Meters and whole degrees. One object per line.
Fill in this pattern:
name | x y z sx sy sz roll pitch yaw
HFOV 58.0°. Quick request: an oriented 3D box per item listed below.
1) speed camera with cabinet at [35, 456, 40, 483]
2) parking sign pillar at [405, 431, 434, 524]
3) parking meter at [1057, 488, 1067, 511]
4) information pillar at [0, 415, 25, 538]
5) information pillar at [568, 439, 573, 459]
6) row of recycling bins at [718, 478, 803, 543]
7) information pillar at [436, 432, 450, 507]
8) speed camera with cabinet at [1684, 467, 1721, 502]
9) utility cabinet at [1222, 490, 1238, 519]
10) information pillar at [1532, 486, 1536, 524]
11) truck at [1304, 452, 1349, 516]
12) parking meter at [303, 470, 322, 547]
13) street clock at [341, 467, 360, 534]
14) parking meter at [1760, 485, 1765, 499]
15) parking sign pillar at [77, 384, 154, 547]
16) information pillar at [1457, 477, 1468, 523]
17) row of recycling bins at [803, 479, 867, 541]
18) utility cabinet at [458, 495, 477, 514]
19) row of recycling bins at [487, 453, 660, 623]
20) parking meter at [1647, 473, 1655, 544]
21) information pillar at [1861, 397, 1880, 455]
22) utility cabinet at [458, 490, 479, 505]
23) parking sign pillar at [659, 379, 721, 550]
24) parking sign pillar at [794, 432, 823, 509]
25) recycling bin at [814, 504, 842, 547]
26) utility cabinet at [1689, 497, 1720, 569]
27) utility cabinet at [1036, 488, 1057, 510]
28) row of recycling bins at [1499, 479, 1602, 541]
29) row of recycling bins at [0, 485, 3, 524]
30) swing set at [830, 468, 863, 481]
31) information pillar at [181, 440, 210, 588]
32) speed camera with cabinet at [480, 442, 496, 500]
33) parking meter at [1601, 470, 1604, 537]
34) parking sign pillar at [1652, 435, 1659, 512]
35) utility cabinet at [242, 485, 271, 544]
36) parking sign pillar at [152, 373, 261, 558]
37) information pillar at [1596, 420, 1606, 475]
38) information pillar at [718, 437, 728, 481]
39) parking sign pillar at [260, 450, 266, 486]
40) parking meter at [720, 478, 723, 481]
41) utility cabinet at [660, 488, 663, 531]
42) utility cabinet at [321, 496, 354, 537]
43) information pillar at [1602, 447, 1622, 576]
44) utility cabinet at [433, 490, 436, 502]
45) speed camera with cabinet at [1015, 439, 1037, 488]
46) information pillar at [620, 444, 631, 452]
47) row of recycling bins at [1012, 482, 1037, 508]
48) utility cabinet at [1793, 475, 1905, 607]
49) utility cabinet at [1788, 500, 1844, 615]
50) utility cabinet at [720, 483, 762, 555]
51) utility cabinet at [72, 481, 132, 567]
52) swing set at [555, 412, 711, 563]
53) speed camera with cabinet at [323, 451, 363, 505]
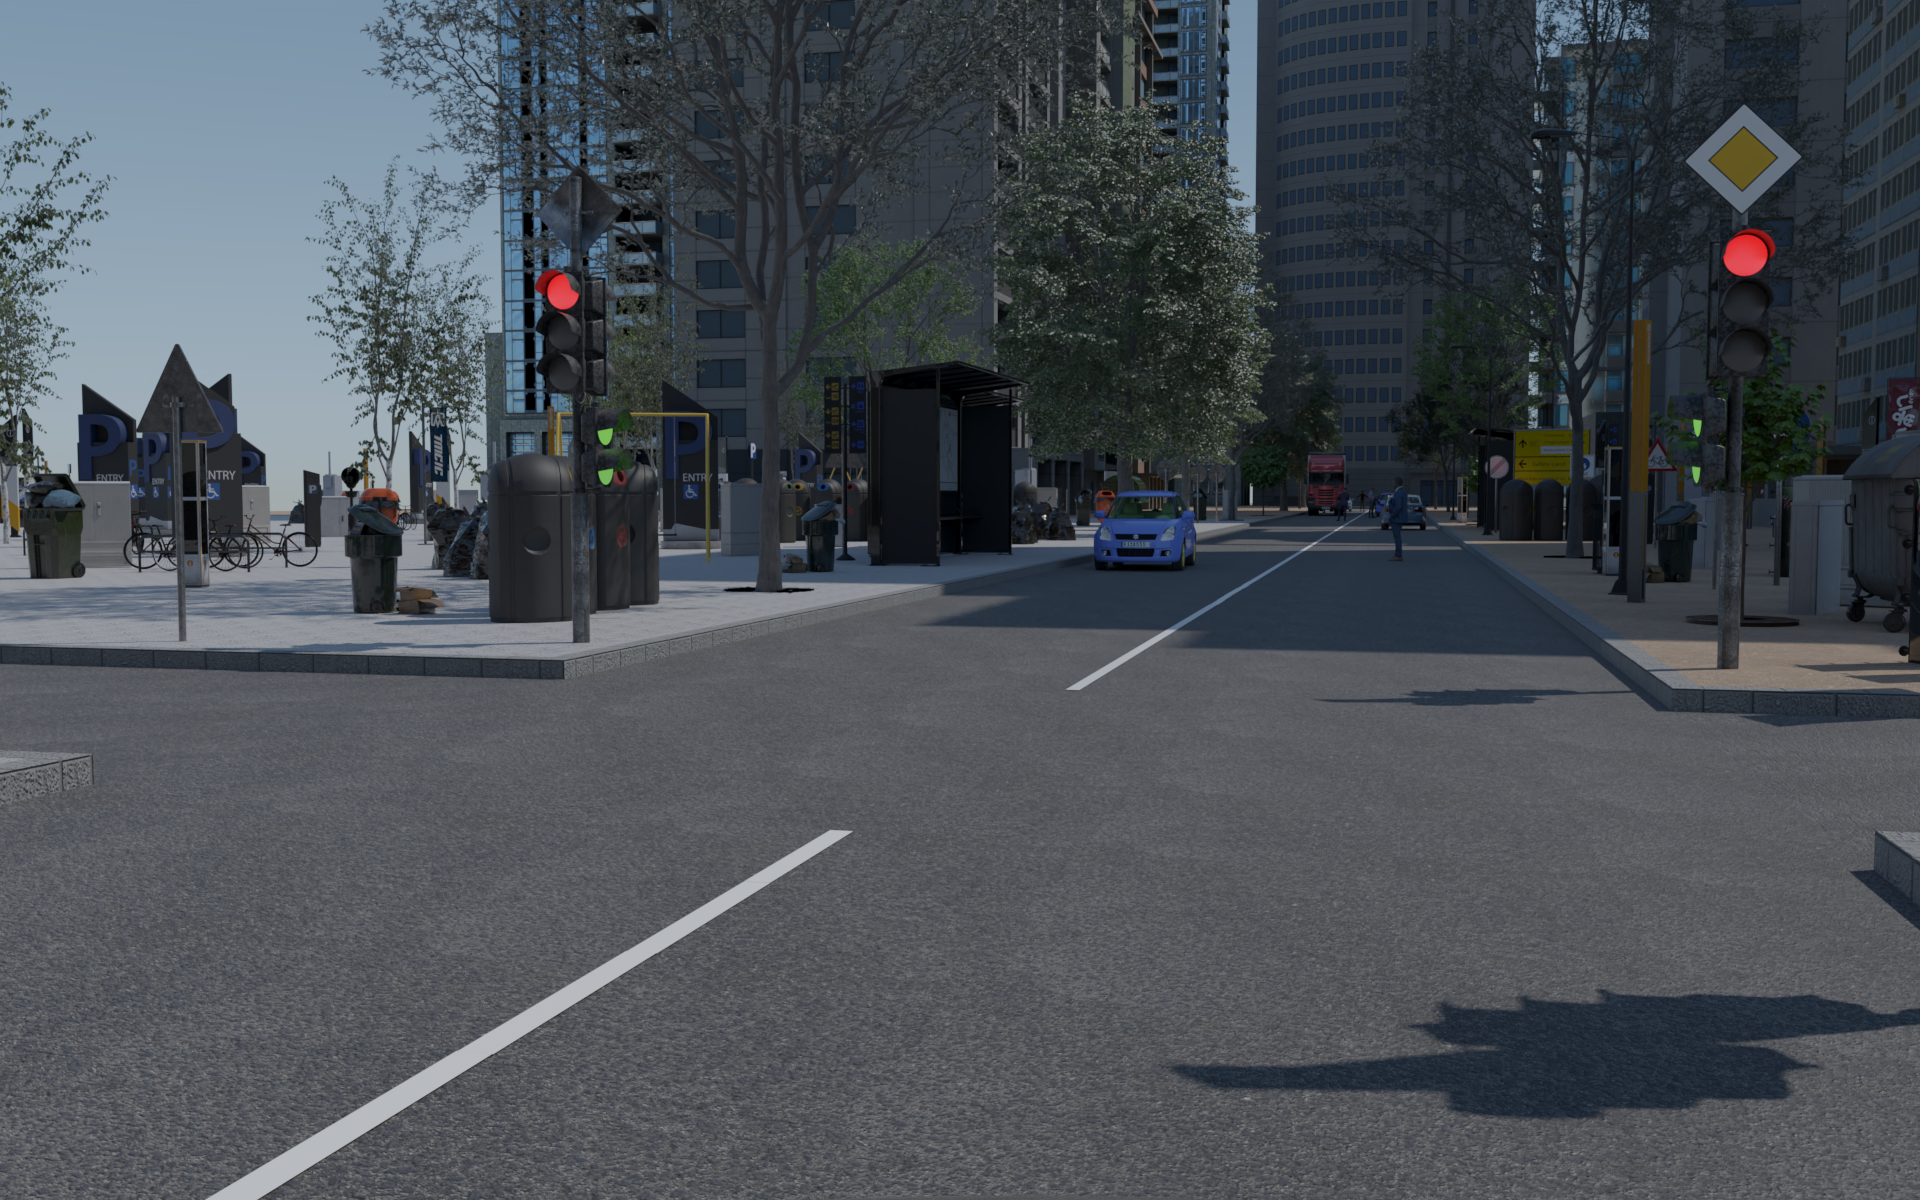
speed camera with cabinet | -48.130 -5.882 90.514 0.660 3.252 2.038 -1 4 -12
parking sign pillar | -23.218 -5.272 74.667 1.447 3.967 1.447 1 4 11
parking meter | 3.979 -3.623 67.647 0.372 1.533 0.369 0 3 0
information pillar | -28.018 -3.652 51.068 0.504 3.616 0.183 0 4 -7
information pillar | -15.613 -4.799 69.819 0.504 3.616 0.183 3 5 43
row of recycling bins | -5.974 -2.312 44.916 3.534 1.692 1.069 -2 4 -29
information pillar | -18.235 -4.268 61.131 0.504 3.616 0.183 -1 4 -12
speed camera with cabinet | 22.538 -3.550 52.375 0.660 3.252 2.038 3 5 43
utility cabinet | 13.604 -4.809 87.309 0.318 1.500 1.173 2 4 33
information pillar | 20.584 -4.341 62.325 0.504 3.616 0.183 -2 4 -33
truck | 24.794 -7.841 117.115 2.839 4.237 11.283 1 4 12
parking meter | -15.656 -2.214 41.911 0.399 1.863 0.255 -2 4 -28
street clock | -16.241 -2.548 46.233 0.471 2.002 0.358 0 4 -7
parking meter | 37.993 -4.682 82.261 0.399 1.863 0.255 -1 4 -22
parking sign pillar | -20.789 -3.289 42.246 1.447 3.967 1.447 0 4 5
information pillar | 22.029 -4.370 75.946 0.304 2.012 0.304 -2 4 -24
row of recycling bins | -3.245 -2.463 47.391 3.534 1.692 1.069 1 4 20
utility cabinet | -23.527 -4.358 82.422 1.020 1.237 0.306 -1 4 -9
row of recycling bins | -4.185 -0.719 18.862 1.069 1.692 3.534 1 4 9
parking meter | 17.558 -2.363 44.352 0.399 1.863 0.255 0 4 -4
information pillar | 22.096 -3.102 42.071 0.183 3.616 0.504 -1 4 -12
utility cabinet | -25.438 -4.932 89.309 1.173 1.500 0.318 -1 4 -15
parking sign pillar | -6.322 -3.191 40.644 1.447 3.967 1.447 0 4 -7
parking sign pillar | -6.557 -5.295 75.045 1.447 3.967 1.447 3 4 37
recycling bin | -3.168 -1.805 42.072 0.722 1.027 0.722 0 4 -5
utility cabinet | 12.815 -1.147 29.912 0.306 1.237 1.020 2 4 33
utility cabinet | 2.681 -3.081 59.057 1.173 1.500 0.318 -1 4 -12
row of recycling bins | 16.709 -2.489 47.809 3.534 1.692 1.069 0 4 -3
row of recycling bins | -41.904 -4.096 74.089 1.069 1.692 3.534 1 4 10
swing set | -4.893 -4.967 78.829 2.862 2.851 3.119 1 4 23
information pillar | -10.506 -1.176 23.723 0.304 2.012 0.304 0 4 -3
speed camera with cabinet | -17.693 -4.398 66.251 0.660 3.252 2.038 0 4 8
parking meter | 15.952 -2.252 42.524 0.255 1.863 0.399 -1 4 -15
parking sign pillar | 31.396 -5.566 79.470 1.447 3.967 1.447 -1 4 -23
utility cabinet | -18.165 -2.163 44.045 0.318 1.500 1.173 3 5 40
parking sign pillar | -15.431 -2.873 35.453 1.447 3.967 1.447 3 5 44
information pillar | 20.295 -3.887 54.907 0.183 3.616 0.504 3 5 44
information pillar | -9.652 -4.850 70.645 0.504 3.616 0.183 3 5 39
parking sign pillar | -32.145 -5.506 78.496 1.447 3.967 1.447 1 4 11
parking meter | -8.928 -3.548 63.729 0.399 1.863 0.255 1 4 16
utility cabinet | -9.930 -3.086 59.134 0.318 1.500 1.173 0 4 8
utility cabinet | -18.600 -2.472 51.584 1.020 1.237 0.306 -1 4 -21
information pillar | 10.262 -1.384 27.124 0.304 2.012 0.304 1 4 10
utility cabinet | -25.388 -4.593 83.782 1.173 1.500 0.318 -3 5 -44
speed camera with cabinet | 2.684 -4.178 62.641 0.660 3.252 2.038 2 4 29
information pillar | -15.189 -5.336 78.598 0.504 3.616 0.183 0 4 -6
row of recycling bins | 0.812 -3.092 57.669 3.534 1.692 1.069 0 4 0
utility cabinet | 10.181 -0.683 19.840 0.318 1.500 1.173 -3 5 -42
utility cabinet | 9.254 -0.464 18.742 0.306 1.237 1.020 3 5 40
utility cabinet | -4.474 -1.679 36.124 0.318 1.500 1.173 3 4 38
utility cabinet | -15.042 -1.308 30.068 1.173 1.500 0.318 -2 4 -25
swing set | -6.415 -2.191 33.442 3.119 2.851 2.862 0 4 -8
speed camera with cabinet | -28.542 -5.262 80.372 2.038 3.252 0.660 1 4 19
